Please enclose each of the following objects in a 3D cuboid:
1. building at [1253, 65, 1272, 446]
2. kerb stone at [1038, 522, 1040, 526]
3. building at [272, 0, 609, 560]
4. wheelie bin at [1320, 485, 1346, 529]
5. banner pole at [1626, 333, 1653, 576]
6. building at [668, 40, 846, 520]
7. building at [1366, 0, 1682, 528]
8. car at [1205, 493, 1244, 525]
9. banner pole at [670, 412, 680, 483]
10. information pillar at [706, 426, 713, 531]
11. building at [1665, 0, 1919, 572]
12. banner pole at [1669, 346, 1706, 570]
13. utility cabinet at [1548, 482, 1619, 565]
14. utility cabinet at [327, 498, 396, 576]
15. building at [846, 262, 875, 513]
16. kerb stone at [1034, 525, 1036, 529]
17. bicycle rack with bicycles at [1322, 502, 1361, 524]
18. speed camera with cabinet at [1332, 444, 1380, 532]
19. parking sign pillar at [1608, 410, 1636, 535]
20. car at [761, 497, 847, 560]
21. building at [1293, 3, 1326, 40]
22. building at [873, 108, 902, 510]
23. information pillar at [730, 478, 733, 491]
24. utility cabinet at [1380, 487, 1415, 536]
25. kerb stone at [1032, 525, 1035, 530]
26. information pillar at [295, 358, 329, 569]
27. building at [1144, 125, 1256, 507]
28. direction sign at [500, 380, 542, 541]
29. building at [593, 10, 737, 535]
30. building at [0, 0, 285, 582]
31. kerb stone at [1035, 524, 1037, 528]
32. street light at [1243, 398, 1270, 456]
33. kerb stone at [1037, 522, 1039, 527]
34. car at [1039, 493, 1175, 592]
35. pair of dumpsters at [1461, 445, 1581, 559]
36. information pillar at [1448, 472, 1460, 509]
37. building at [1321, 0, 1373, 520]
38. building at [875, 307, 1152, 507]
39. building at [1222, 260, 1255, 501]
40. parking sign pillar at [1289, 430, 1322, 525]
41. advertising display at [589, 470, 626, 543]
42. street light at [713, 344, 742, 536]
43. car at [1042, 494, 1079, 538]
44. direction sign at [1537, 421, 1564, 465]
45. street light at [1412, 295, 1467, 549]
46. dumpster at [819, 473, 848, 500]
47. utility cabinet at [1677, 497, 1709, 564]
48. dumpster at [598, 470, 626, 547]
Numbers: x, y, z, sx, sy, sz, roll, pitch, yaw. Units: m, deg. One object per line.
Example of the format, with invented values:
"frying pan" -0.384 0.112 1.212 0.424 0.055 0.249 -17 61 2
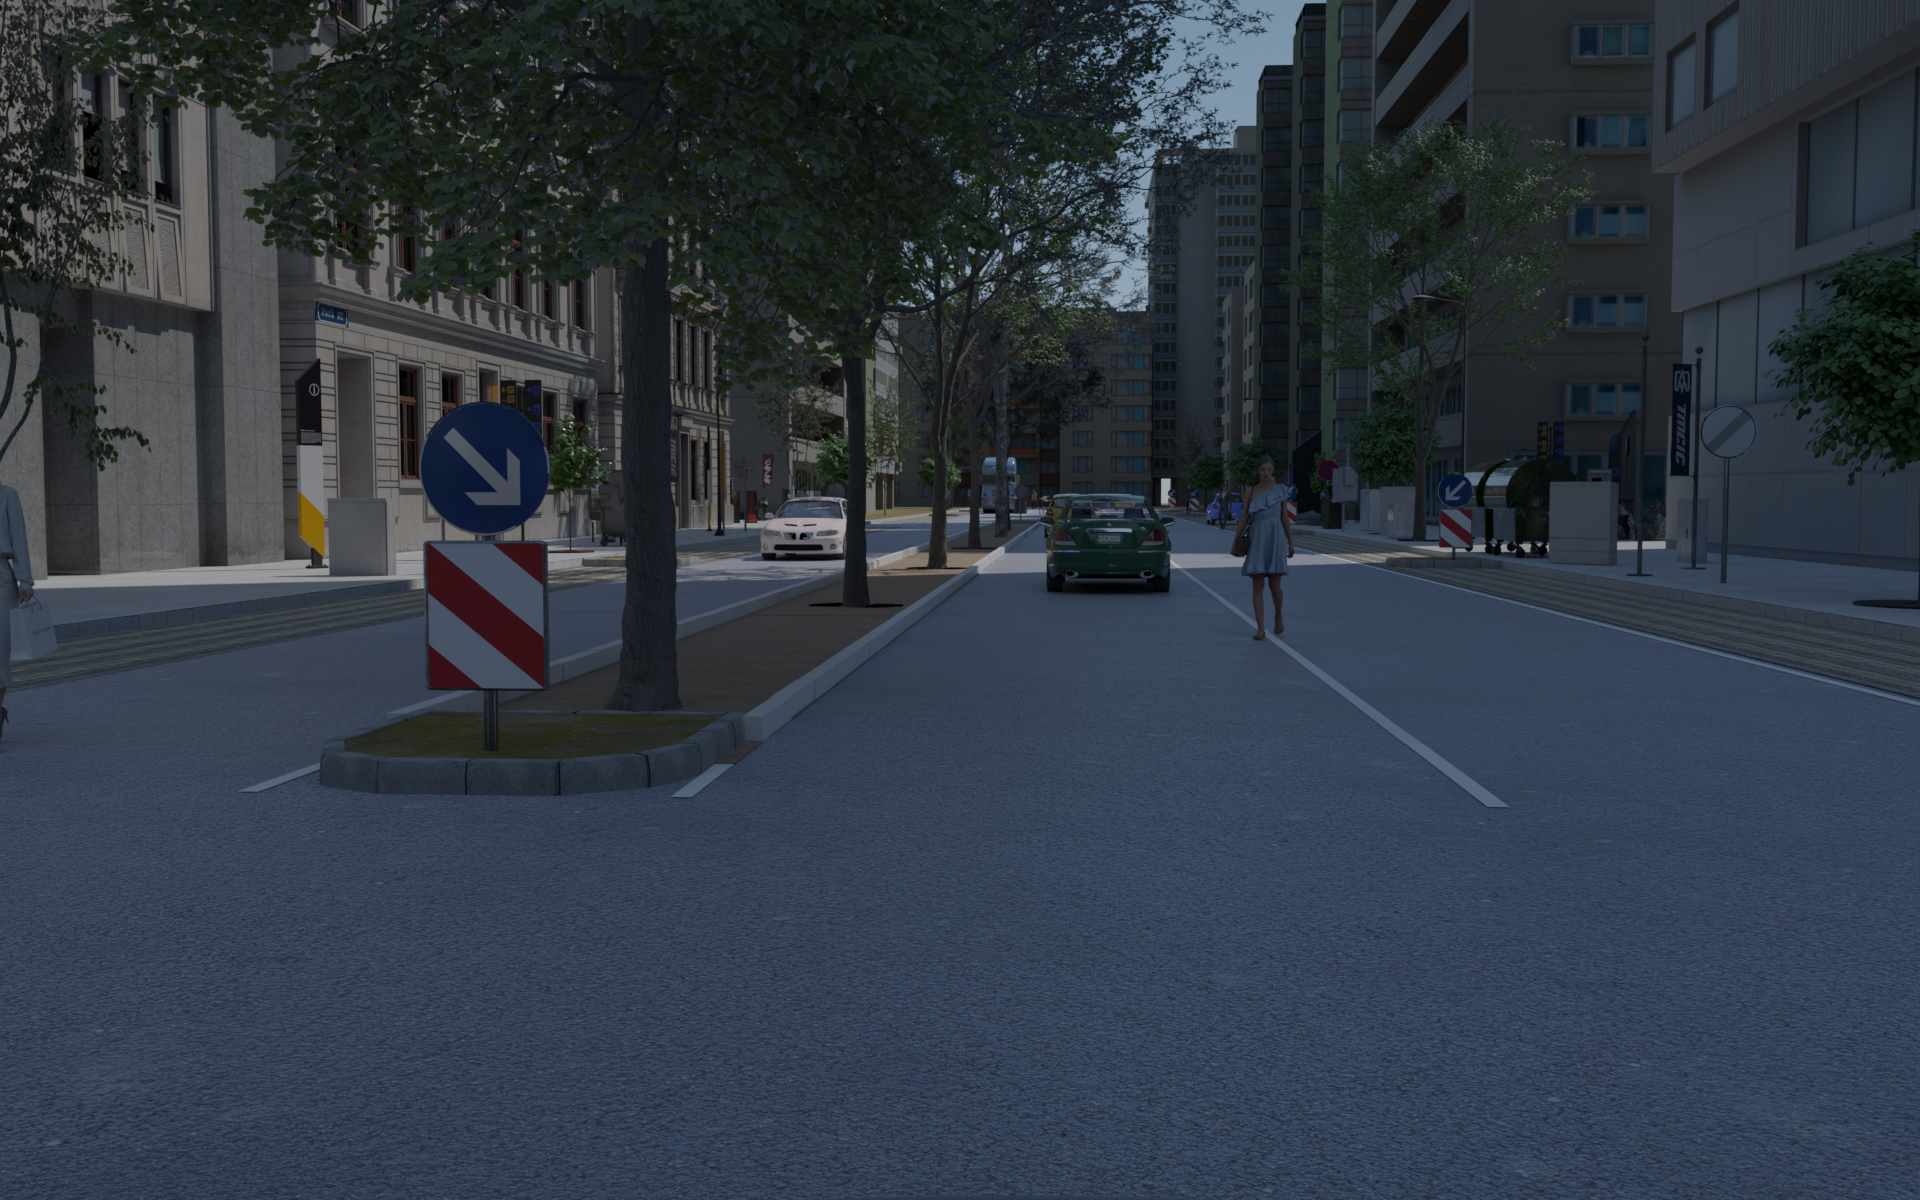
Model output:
"building" 27.265 -21.299 119.944 14.160 30.474 14.107 0 4 4
"kerb stone" 3.187 -3.102 72.917 0.120 0.150 1.000 0 4 4
"building" -16.798 -12.664 43.208 11.583 22.565 21.152 0 4 4
"wheelie bin" 13.630 -3.400 63.490 0.980 1.594 0.693 -1 4 -17
"banner pole" 10.734 -2.277 27.246 0.401 3.779 0.863 1 4 22
"building" -18.388 -28.894 96.116 21.300 48.544 21.600 0 4 4
"building" 28.836 -27.184 68.168 21.300 48.544 21.600 0 4 4
"car" 12.449 -4.364 80.936 1.945 1.707 3.694 0 4 3
"banner pole" -7.785 -3.457 46.542 0.401 3.779 0.863 -3 5 -43
"information pillar" -8.647 -4.182 59.733 0.183 3.616 0.504 0 4 -3
"building" 27.861 -26.621 24.486 27.495 52.752 28.713 0 4 4
"banner pole" 12.329 -2.407 29.375 0.863 3.779 0.401 -2 4 -27
"utility cabinet" 11.334 -1.395 31.483 0.318 1.500 1.173 -3 5 -42
"utility cabinet" -9.427 -0.988 27.319 1.020 1.237 0.306 1 4 12
"building" -13.433 -26.343 114.302 14.154 41.232 14.086 0 4 4
"kerb stone" 2.755 -2.727 66.781 0.120 0.150 1.000 0 4 4
"bicycle rack with bicycles" 16.772 -3.833 76.045 2.852 0.926 2.925 0 4 1
"speed camera with cabinet" 13.798 -3.971 59.266 2.038 3.252 0.660 -1 4 -15
"parking sign pillar" 21.094 -4.082 55.219 1.447 3.967 1.447 3 5 40
"car" -3.295 -1.647 39.293 2.083 1.381 4.827 0 4 4
"building" 27.021 -20.429 105.717 14.160 30.474 14.107 0 4 4
"building" -17.303 -27.613 143.350 23.993 40.220 32.217 0 4 4
"information pillar" -10.672 -4.625 80.106 0.304 2.012 0.304 -1 4 -16
"utility cabinet" 13.372 -2.684 52.560 1.173 1.500 0.318 2 4 32
"kerb stone" 2.683 -2.664 65.760 0.120 0.150 1.000 0 4 4
"information pillar" -11.129 -2.344 29.687 0.183 3.616 0.504 2 4 30
"building" 32.043 -30.166 185.096 23.993 40.220 32.217 0 4 4
"direction sign" -8.705 -2.594 34.414 0.876 3.537 0.379 1 4 11
"building" -14.823 -12.158 63.406 10.561 19.102 19.286 0 4 4
"building" -19.496 -12.514 22.627 12.078 24.808 19.932 0 4 4
"kerb stone" 2.899 -2.852 68.831 0.120 0.150 1.000 0 4 4
"street light" 14.318 -6.785 83.471 1.470 5.913 1.316 0 4 4
"kerb stone" 3.106 -3.040 71.896 0.120 0.150 1.000 0 4 4
"car" 2.274 -0.915 26.754 2.131 1.459 4.920 0 4 4
"pair of dumpsters" 11.697 -2.072 36.368 1.574 2.255 4.437 0 4 4
"information pillar" 16.476 -3.262 57.825 0.304 2.012 0.304 2 4 30
"building" 26.114 -24.932 91.226 14.154 41.232 14.086 0 4 4
"building" 5.390 -20.784 184.853 28.899 21.520 27.650 0 4 4
"building" 36.464 -18.107 141.094 27.650 21.520 28.899 0 4 4
"parking sign pillar" 14.490 -5.155 72.763 1.447 3.967 1.447 -1 4 -14
"advertising display" -9.302 -2.482 45.788 0.974 1.923 0.123 0 4 3
"street light" -6.823 -4.906 52.753 1.470 5.913 1.316 0 4 4
"car" 3.706 -2.901 57.663 2.015 1.641 3.980 0 4 5
"direction sign" 18.459 -3.805 54.202 0.379 3.537 0.876 -3 5 -44
"street light" 11.260 -4.164 40.618 1.470 5.913 1.316 0 4 4
"dumpster" -5.600 -4.670 78.843 1.502 2.255 1.985 0 4 4
"utility cabinet" 13.702 -1.301 32.430 0.306 1.237 1.020 1 4 8
"dumpster" -8.154 -2.270 42.870 1.264 1.857 1.865 0 4 4
